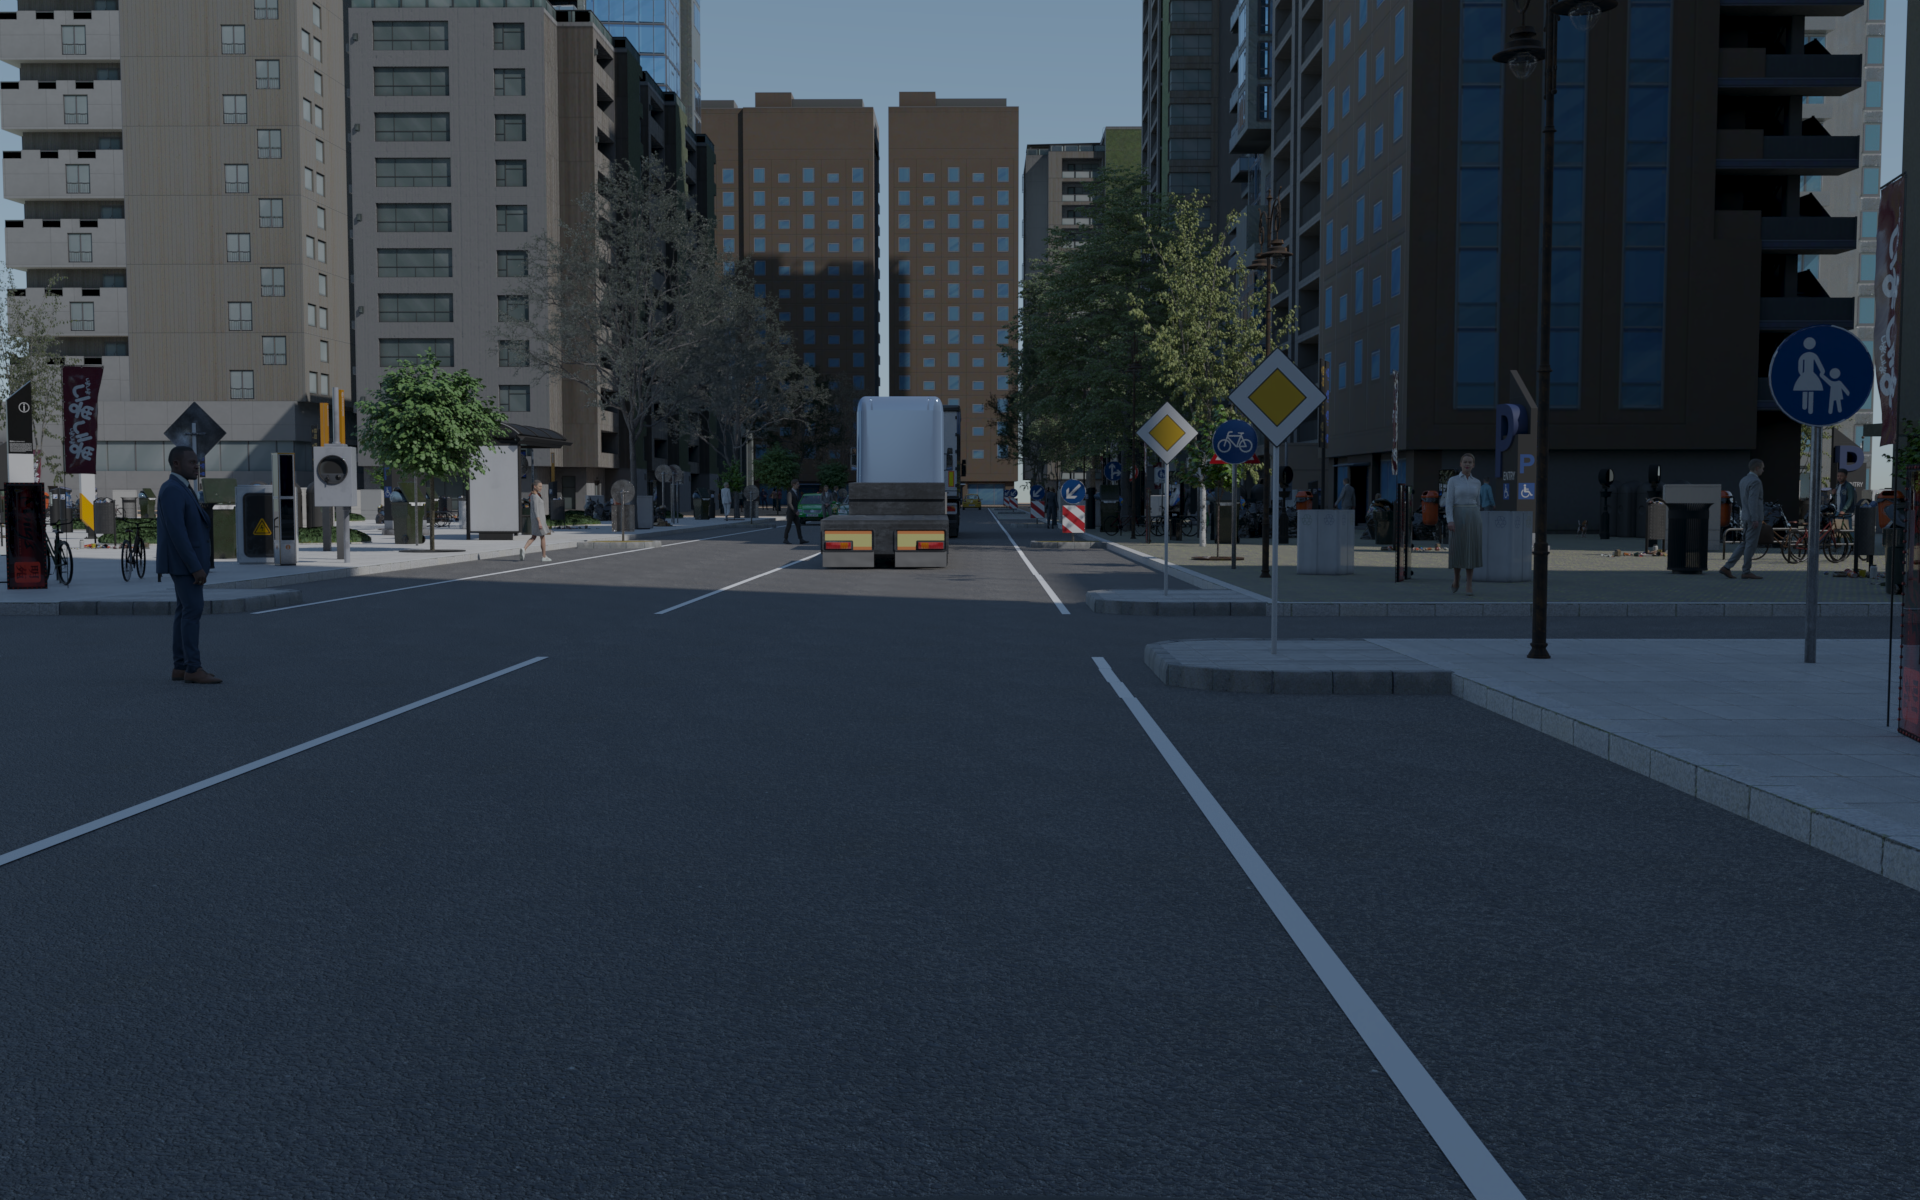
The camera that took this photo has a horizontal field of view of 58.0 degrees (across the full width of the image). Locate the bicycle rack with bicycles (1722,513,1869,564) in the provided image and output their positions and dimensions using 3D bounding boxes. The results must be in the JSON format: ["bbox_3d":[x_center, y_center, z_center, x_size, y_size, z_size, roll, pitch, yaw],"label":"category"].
[{"bbox_3d":[16.154,-1.202,33.027,2.925,0.926,2.852,-1,4,-14],"label":"bicycle rack with bicycles"}]

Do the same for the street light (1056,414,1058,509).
[{"bbox_3d":[5.387,-7.531,95.925,0.468,5.910,1.993,0,4,1],"label":"street light"}]

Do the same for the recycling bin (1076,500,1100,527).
[{"bbox_3d":[5.025,-3.391,67.993,0.722,1.027,0.722,-3,4,-37],"label":"recycling bin"}]

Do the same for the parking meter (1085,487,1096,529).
[{"bbox_3d":[4.791,-3.375,63.593,0.372,1.533,0.369,0,3,0],"label":"parking meter"}]

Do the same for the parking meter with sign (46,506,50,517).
[{"bbox_3d":[-50.752,-6.014,94.594,1.738,3.016,0.543,-2,4,-24],"label":"parking meter with sign"}]

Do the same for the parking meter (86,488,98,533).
[{"bbox_3d":[-28.615,-2.976,57.067,0.372,1.533,0.369,0,3,0],"label":"parking meter"}]

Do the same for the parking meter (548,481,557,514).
[{"bbox_3d":[-18.692,-4.515,79.527,0.399,1.863,0.255,3,5,40],"label":"parking meter"}]

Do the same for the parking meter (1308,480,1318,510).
[{"bbox_3d":[14.889,-4.123,73.116,0.399,1.863,0.255,-2,4,-25],"label":"parking meter"}]

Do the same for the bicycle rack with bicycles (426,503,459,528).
[{"bbox_3d":[-20.535,-3.276,66.943,2.925,0.926,2.852,0,4,-1],"label":"bicycle rack with bicycles"}]

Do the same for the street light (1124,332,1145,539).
[{"bbox_3d":[4.967,-4.691,49.480,0.468,5.910,1.993,0,4,1],"label":"street light"}]

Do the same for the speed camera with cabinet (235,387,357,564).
[{"bbox_3d":[-12.216,-2.296,31.877,2.038,3.252,0.660,-1,4,-10],"label":"speed camera with cabinet"}]

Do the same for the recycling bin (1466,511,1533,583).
[{"bbox_3d":[7.937,-0.791,25.486,0.722,1.027,0.722,3,5,43],"label":"recycling bin"}]

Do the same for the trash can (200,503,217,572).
[{"bbox_3d":[-12.550,-1.022,28.362,0.748,1.137,0.748,0,3,0],"label":"trash can"}]

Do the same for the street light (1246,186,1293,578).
[{"bbox_3d":[4.692,-3.281,26.431,0.468,5.910,1.993,0,4,1],"label":"street light"}]

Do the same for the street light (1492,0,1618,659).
[{"bbox_3d":[4.530,-2.482,13.376,0.468,5.910,1.993,0,4,1],"label":"street light"}]

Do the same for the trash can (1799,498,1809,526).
[{"bbox_3d":[33.487,-3.494,68.785,0.748,1.137,0.748,0,3,0],"label":"trash can"}]

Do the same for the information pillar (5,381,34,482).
[{"bbox_3d":[-19.372,-2.715,35.750,0.183,3.616,0.504,3,5,44],"label":"information pillar"}]

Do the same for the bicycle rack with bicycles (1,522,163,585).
[{"bbox_3d":[-12.883,-0.738,25.443,2.852,0.926,2.925,-1,4,-23],"label":"bicycle rack with bicycles"}]

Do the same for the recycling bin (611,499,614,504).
[{"bbox_3d":[-18.765,-5.065,95.363,0.722,1.027,0.722,1,4,12],"label":"recycling bin"}]

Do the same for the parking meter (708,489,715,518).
[{"bbox_3d":[-13.144,-5.093,91.673,0.372,1.533,0.369,0,3,0],"label":"parking meter"}]

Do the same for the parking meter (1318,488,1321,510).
[{"bbox_3d":[15.325,-3.992,73.685,0.372,1.533,0.369,0,3,0],"label":"parking meter"}]

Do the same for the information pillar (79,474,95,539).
[{"bbox_3d":[-24.844,-3.544,49.301,0.183,3.616,0.504,1,4,21],"label":"information pillar"}]

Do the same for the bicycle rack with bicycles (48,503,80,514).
[{"bbox_3d":[-41.598,-4.023,79.152,2.925,0.926,2.852,0,4,-1],"label":"bicycle rack with bicycles"}]

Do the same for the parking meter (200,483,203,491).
[{"bbox_3d":[-35.052,-4.566,80.362,0.255,1.863,0.399,1,4,8],"label":"parking meter"}]

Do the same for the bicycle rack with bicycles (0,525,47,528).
[{"bbox_3d":[-40.140,-3.596,72.172,2.852,0.926,2.925,-1,4,-12],"label":"bicycle rack with bicycles"}]

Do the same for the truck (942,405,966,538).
[{"bbox_3d":[-1.205,-4.350,60.029,2.839,4.237,11.283,0,4,0],"label":"truck"}]

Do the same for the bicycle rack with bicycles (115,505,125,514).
[{"bbox_3d":[-42.511,-4.329,84.167,2.925,0.926,2.852,1,4,22],"label":"bicycle rack with bicycles"}]

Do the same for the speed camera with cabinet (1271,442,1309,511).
[{"bbox_3d":[12.725,-4.422,66.632,0.660,3.252,2.038,3,5,40],"label":"speed camera with cabinet"}]

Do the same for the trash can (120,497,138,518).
[{"bbox_3d":[-37.996,-4.134,79.239,0.748,1.137,0.748,0,3,0],"label":"trash can"}]

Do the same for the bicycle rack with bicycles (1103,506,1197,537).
[{"bbox_3d":[6.215,-2.427,53.056,2.852,0.926,2.925,-3,5,-44],"label":"bicycle rack with bicycles"}]

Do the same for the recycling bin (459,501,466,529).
[{"bbox_3d":[-18.031,-3.133,63.774,0.722,1.027,0.722,-2,4,-25],"label":"recycling bin"}]

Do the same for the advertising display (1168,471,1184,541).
[{"bbox_3d":[5.955,-2.601,47.734,0.123,1.923,0.974,-1,4,-12],"label":"advertising display"}]

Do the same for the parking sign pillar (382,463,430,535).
[{"bbox_3d":[-17.398,-4.023,54.251,1.447,3.967,1.447,2,4,34],"label":"parking sign pillar"}]

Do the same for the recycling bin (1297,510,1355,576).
[{"bbox_3d":[5.853,-0.927,27.707,0.722,1.027,0.722,2,4,33],"label":"recycling bin"}]

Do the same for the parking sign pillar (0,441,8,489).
[{"bbox_3d":[-41.481,-5.311,75.301,1.447,3.967,1.447,-3,5,-42],"label":"parking sign pillar"}]

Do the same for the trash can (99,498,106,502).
[{"bbox_3d":[-32.863,-3.327,66.051,0.748,1.137,0.748,0,3,0],"label":"trash can"}]

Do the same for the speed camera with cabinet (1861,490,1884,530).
[{"bbox_3d":[33.884,-4.196,62.939,2.038,3.252,0.660,-1,4,-8],"label":"speed camera with cabinet"}]

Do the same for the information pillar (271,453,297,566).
[{"bbox_3d":[-12.085,-1.620,30.971,0.304,2.012,0.304,-3,5,-41],"label":"information pillar"}]

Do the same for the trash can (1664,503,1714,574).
[{"bbox_3d":[11.700,-0.990,27.835,0.748,1.137,0.748,0,3,0],"label":"trash can"}]

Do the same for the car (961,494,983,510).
[{"bbox_3d":[1.056,-8.959,156.696,2.015,1.641,3.980,0,4,0],"label":"car"}]

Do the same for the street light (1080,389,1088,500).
[{"bbox_3d":[5.194,-6.094,72.418,0.468,5.910,1.993,0,4,1],"label":"street light"}]

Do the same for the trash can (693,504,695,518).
[{"bbox_3d":[-13.630,-4.825,90.542,0.748,1.137,0.748,0,3,0],"label":"trash can"}]

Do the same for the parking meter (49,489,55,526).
[{"bbox_3d":[-36.012,-3.699,68.888,0.372,1.533,0.369,0,3,0],"label":"parking meter"}]

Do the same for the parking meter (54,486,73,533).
[{"bbox_3d":[-29.648,-3.000,57.453,0.372,1.533,0.369,0,3,0],"label":"parking meter"}]

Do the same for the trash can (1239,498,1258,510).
[{"bbox_3d":[9.372,-2.753,56.669,0.748,1.137,0.748,0,3,0],"label":"trash can"}]

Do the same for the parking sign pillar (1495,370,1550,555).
[{"bbox_3d":[11.910,-2.974,37.096,1.447,3.967,1.447,0,4,-2],"label":"parking sign pillar"}]

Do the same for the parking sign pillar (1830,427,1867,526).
[{"bbox_3d":[35.645,-4.956,69.500,1.447,3.967,1.447,-1,4,-9],"label":"parking sign pillar"}]

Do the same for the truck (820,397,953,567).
[{"bbox_3d":[-1.564,-3.195,41.990,2.967,4.110,18.799,0,4,-1],"label":"truck"}]

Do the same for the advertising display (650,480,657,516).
[{"bbox_3d":[-14.152,-4.580,80.092,0.123,1.923,0.974,0,4,1],"label":"advertising display"}]

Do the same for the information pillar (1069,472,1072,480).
[{"bbox_3d":[6.011,-6.284,94.099,0.183,3.616,0.504,1,4,9],"label":"information pillar"}]

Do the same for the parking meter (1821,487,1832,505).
[{"bbox_3d":[32.719,-3.490,65.467,0.372,1.533,0.369,0,3,0],"label":"parking meter"}]

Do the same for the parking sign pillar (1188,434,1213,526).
[{"bbox_3d":[10.078,-5.035,70.794,1.447,3.967,1.447,1,4,9],"label":"parking sign pillar"}]

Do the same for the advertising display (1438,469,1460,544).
[{"bbox_3d":[12.503,-2.392,44.328,0.123,1.923,0.974,-1,4,-10],"label":"advertising display"}]
